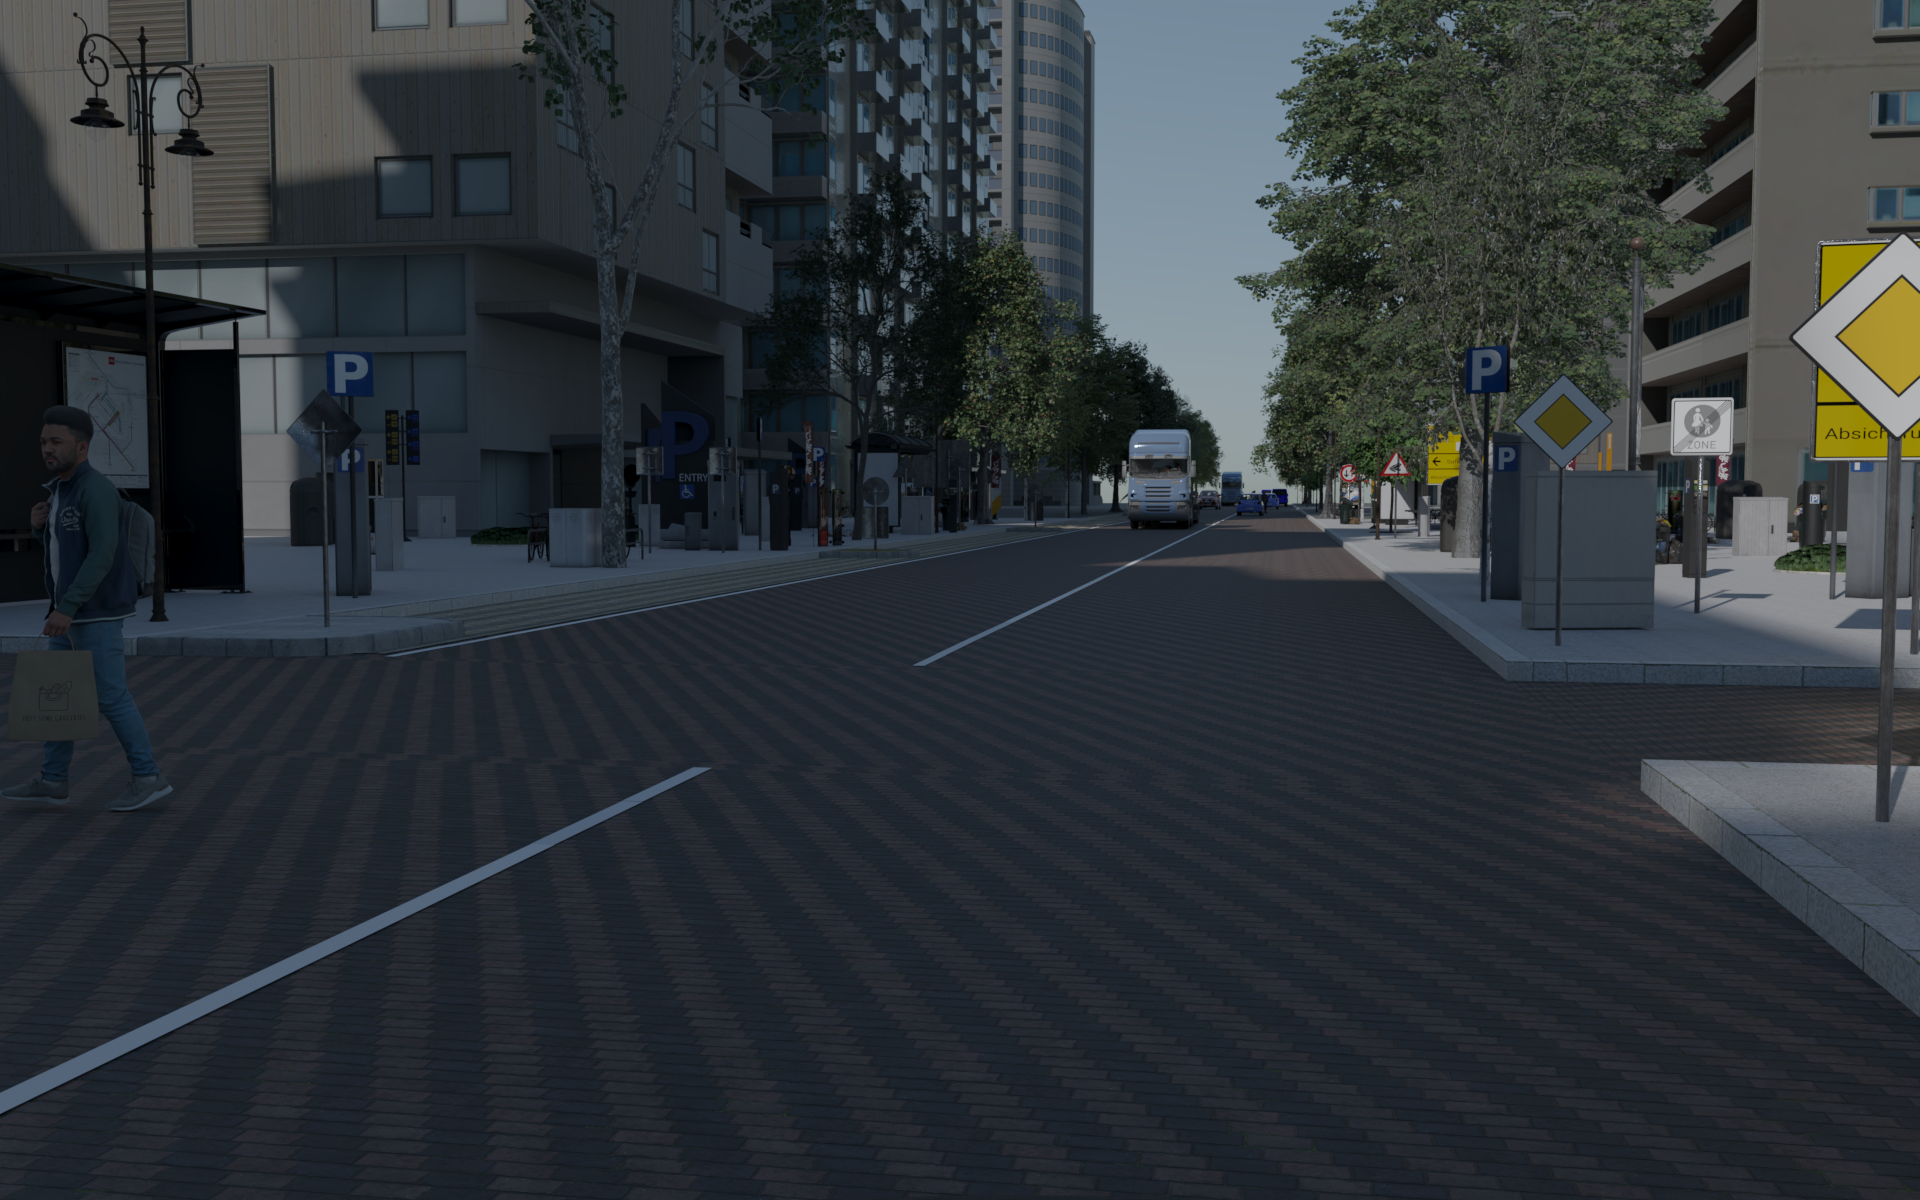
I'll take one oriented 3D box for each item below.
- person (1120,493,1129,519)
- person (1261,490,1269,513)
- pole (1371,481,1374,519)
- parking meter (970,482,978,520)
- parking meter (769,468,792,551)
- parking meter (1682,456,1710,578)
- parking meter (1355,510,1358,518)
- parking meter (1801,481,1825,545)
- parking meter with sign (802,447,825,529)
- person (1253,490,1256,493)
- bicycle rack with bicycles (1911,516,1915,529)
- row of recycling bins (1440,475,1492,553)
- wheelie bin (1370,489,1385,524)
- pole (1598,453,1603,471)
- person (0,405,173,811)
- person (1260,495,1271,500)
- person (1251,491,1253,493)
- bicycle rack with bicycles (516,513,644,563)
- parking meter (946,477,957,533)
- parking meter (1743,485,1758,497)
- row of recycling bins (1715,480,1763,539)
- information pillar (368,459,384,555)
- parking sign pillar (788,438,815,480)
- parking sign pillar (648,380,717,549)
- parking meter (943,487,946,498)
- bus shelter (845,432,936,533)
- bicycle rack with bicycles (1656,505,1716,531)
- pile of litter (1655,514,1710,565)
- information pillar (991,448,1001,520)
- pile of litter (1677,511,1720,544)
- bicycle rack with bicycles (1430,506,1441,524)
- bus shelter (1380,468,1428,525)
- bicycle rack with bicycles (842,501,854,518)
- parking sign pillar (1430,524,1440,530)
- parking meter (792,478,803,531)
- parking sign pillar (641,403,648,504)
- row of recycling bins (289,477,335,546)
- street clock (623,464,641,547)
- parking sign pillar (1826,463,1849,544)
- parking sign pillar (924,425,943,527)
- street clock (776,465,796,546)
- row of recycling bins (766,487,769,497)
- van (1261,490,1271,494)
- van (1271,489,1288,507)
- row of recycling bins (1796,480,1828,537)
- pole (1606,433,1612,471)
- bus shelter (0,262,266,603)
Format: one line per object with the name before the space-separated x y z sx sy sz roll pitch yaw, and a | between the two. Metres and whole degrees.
person | 9.798 -5.546 99.117 1.348 1.831 0.705 0 4 5
person | 22.905 -7.400 130.042 0.990 1.755 0.434 -3 5 -42
pole | 21.004 -5.765 88.101 0.158 3.312 0.155 0 3 0
parking meter | 0.682 -4.876 85.441 0.255 1.863 0.399 -2 4 -27
parking meter | -4.114 -2.053 39.275 0.399 1.863 0.255 2 4 31
parking meter | 11.250 -1.270 26.481 0.255 1.863 0.399 0 4 3
parking meter | 19.873 -4.803 86.941 0.372 1.533 0.369 0 3 0
parking meter | 16.106 -1.486 32.706 0.372 1.533 0.369 0 3 0
parking meter with sign | -5.605 -4.199 64.917 0.543 3.016 1.738 -2 4 -24
person | 22.232 -7.433 130.963 0.436 1.711 0.756 -1 4 -12
bicycle rack with bicycles | 29.040 -2.379 52.271 2.852 0.926 2.925 -2 4 -24
row of recycling bins | 11.961 -1.962 39.196 3.534 1.692 1.069 -3 5 -44
wheelie bin | 18.328 -4.135 75.521 0.980 1.594 0.693 3 4 38
pole | 31.430 -5.579 85.062 0.158 3.312 0.155 0 3 0
person | -3.941 0.044 7.761 0.713 1.824 0.794 -2 4 -24
person | 27.687 -9.086 157.771 1.217 1.735 0.721 1 4 16
person | 31.704 -10.900 187.451 1.217 1.736 0.721 -1 4 -21
bicycle rack with bicycles | -7.277 -1.200 32.999 2.852 0.926 2.925 0 4 2
parking meter | -0.225 -3.161 57.395 0.255 1.863 0.399 0 4 3
parking meter | 21.863 -2.418 47.943 0.372 1.533 0.369 0 3 0
row of recycling bins | 22.752 -2.662 50.643 1.069 1.692 3.534 2 4 32
information pillar | -12.412 -1.969 36.690 0.304 2.012 0.304 0 4 8
parking sign pillar | -7.513 -5.730 82.159 1.447 3.967 1.447 0 4 -5
parking sign pillar | -6.415 -3.206 40.897 1.447 3.967 1.447 0 4 3
parking meter | -0.816 -4.696 82.487 0.399 1.863 0.255 2 4 34
bus shelter | -2.259 -3.976 58.938 2.014 3.302 5.546 1 4 11
bicycle rack with bicycles | 24.410 -2.788 58.959 2.852 0.926 2.925 -2 4 -28
pile of litter | 12.581 -1.091 31.797 1.719 0.858 1.176 -1 4 -16
information pillar | 1.806 -5.831 86.688 0.504 3.616 0.183 -1 4 -12
pile of litter | 19.136 -1.914 45.266 1.176 0.858 1.719 0 4 1
bicycle rack with bicycles | 21.393 -3.740 74.530 2.925 0.926 2.852 1 4 23
bus shelter | 17.692 -4.599 69.113 2.014 3.302 5.546 1 4 10
bicycle rack with bicycles | -5.168 -4.752 91.070 2.925 0.926 2.852 -3 5 -42
parking sign pillar | 17.693 -4.531 62.552 1.447 3.967 1.447 1 4 10
parking meter | -5.715 -3.349 60.465 0.399 1.863 0.255 -2 4 -28
parking sign pillar | -8.989 -3.877 51.866 1.447 3.967 1.447 2 4 26
row of recycling bins | -16.423 -2.260 44.062 1.069 1.692 3.534 -1 4 -16
street clock | -7.964 -2.279 41.834 0.471 2.002 0.358 -3 4 -36
parking sign pillar | 19.823 -3.032 38.041 1.447 3.967 1.447 -3 5 -43
parking sign pillar | -1.032 -4.809 67.100 1.447 3.967 1.447 1 4 16
street clock | -4.296 -2.334 42.737 0.471 2.002 0.358 -2 4 -32
row of recycling bins | -11.164 -5.221 92.483 1.069 1.692 3.534 1 4 20
van | 42.025 -14.182 236.267 2.240 2.365 5.245 1 4 12
van | 36.183 -11.754 196.555 2.240 2.365 5.245 1 4 8
row of recycling bins | 26.347 -2.825 53.302 1.069 1.692 3.534 1 4 20
pole | 21.711 -3.923 57.991 0.158 3.312 0.155 0 3 0
bus shelter | -10.278 -1.720 19.405 1.731 3.624 6.357 1 4 11
